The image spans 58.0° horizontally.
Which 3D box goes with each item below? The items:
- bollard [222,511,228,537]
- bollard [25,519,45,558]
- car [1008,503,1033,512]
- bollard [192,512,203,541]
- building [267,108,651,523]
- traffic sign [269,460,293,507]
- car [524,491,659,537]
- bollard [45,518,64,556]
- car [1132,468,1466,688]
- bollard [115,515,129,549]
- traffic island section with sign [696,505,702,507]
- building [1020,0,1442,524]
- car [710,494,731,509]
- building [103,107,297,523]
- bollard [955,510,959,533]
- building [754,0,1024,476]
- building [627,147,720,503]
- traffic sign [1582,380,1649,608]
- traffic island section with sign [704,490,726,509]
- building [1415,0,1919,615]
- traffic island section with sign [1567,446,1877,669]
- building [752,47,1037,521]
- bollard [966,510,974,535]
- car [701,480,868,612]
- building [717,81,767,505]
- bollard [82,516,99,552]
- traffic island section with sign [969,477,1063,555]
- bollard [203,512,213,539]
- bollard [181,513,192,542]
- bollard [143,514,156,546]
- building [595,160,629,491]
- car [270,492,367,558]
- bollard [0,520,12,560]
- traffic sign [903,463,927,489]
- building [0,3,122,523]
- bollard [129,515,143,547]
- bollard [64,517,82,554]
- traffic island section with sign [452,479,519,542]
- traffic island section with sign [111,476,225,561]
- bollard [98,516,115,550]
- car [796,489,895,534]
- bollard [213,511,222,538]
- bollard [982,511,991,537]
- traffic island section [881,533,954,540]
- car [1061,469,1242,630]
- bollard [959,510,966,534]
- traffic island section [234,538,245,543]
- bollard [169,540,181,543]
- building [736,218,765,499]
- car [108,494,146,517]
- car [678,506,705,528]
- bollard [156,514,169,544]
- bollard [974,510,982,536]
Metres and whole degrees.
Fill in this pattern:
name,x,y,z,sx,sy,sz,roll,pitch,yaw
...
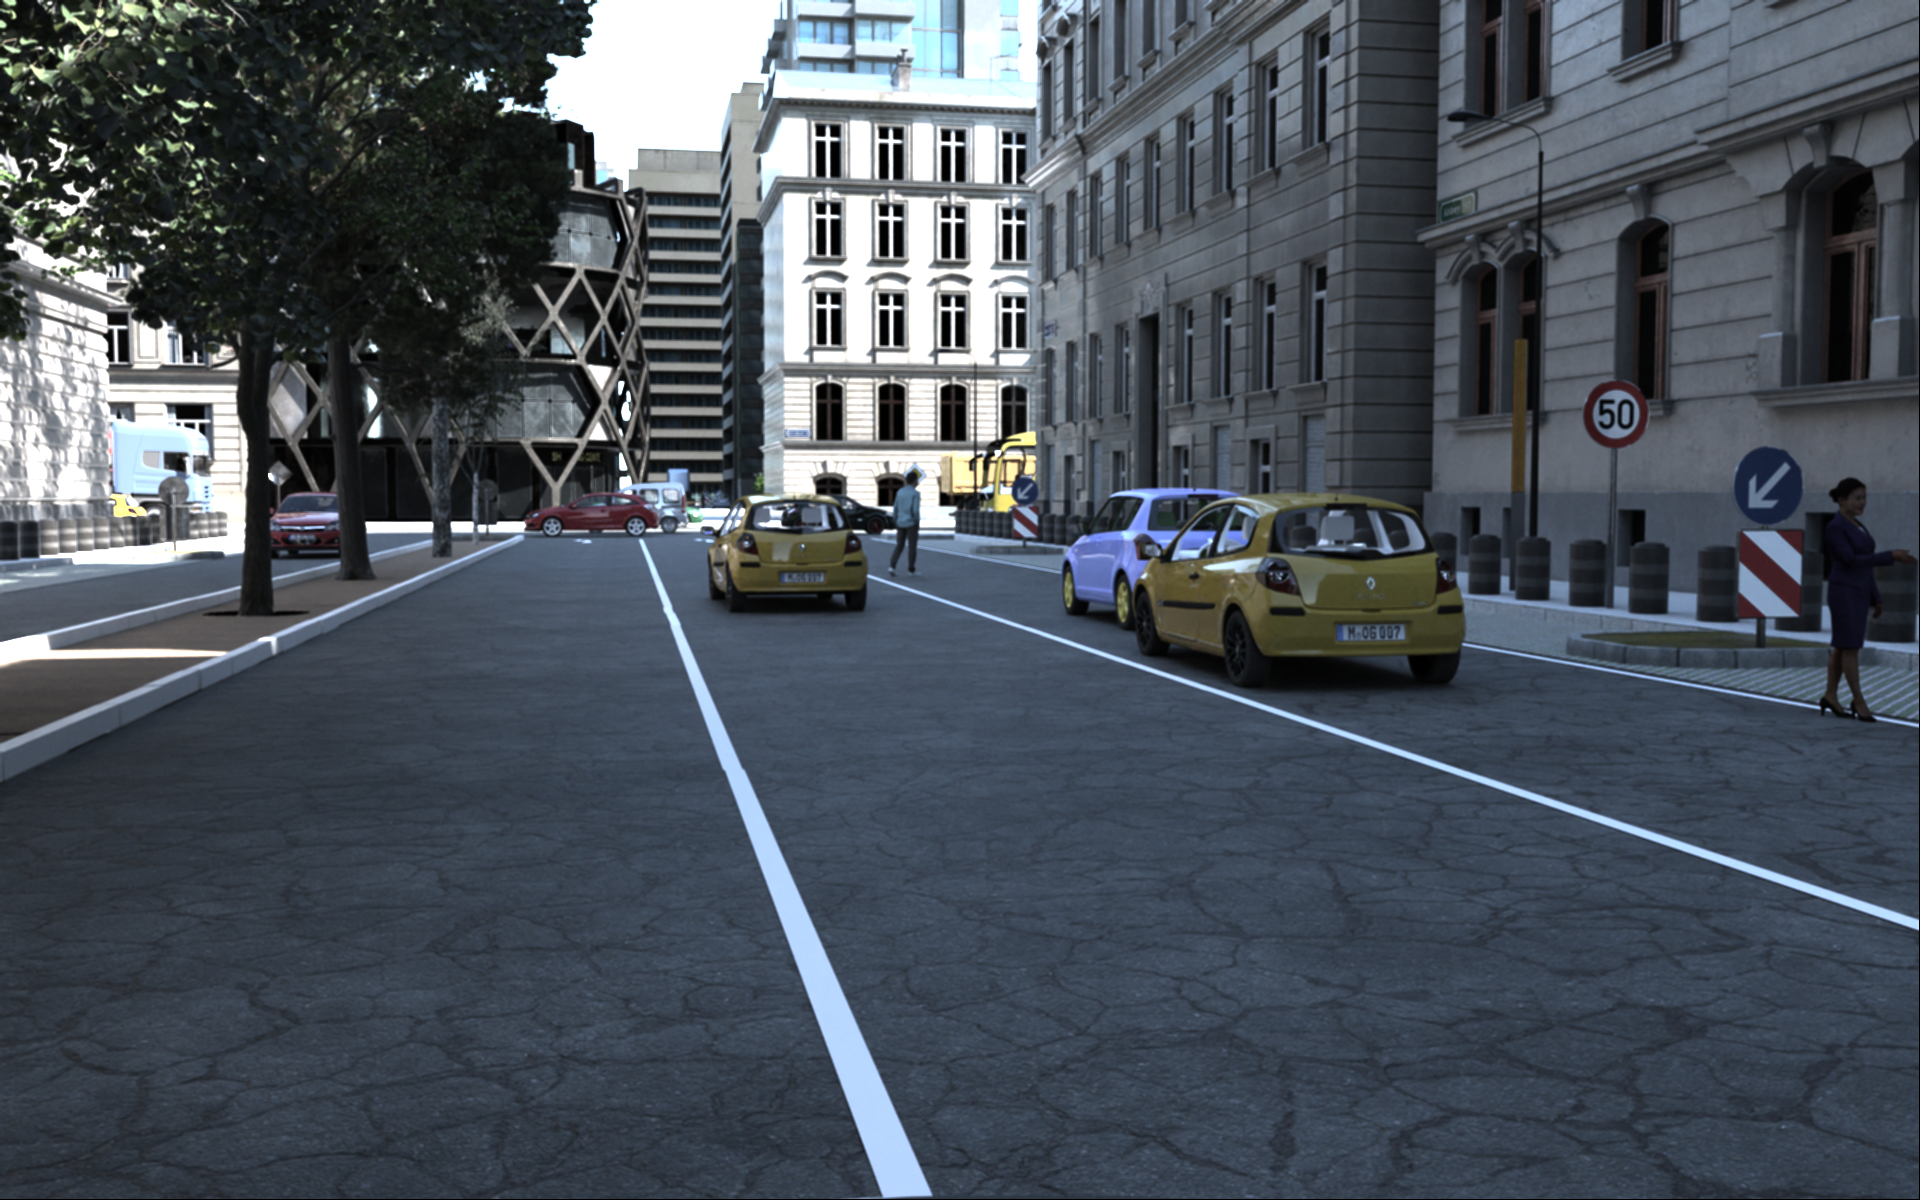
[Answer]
name,x,y,z,sx,sy,sz,roll,pitch,yaw
bollard,-21.980,-2.247,51.463,0.404,0.777,0.398,0,3,0
bollard,-18.744,-1.231,34.841,0.404,0.777,0.398,0,3,0
car,4.269,-3.145,60.097,5.304,1.827,2.281,-1,4,-11
bollard,-21.286,-2.029,47.898,0.404,0.777,0.398,0,3,0
building,-23.655,-13.260,84.251,16.811,18.784,16.820,-1,4,-11
traffic sign,-20.341,-2.942,51.743,0.795,2.450,0.064,-1,4,-11
car,-12.483,-3.038,58.714,4.494,1.783,2.155,-1,4,-13
bollard,-18.976,-1.303,36.028,0.404,0.777,0.398,0,3,0
car,2.642,-0.253,14.358,2.015,1.641,3.980,-1,4,-9
bollard,-19.902,-1.595,40.789,0.404,0.777,0.398,0,3,0
traffic island section with sign,-29.125,-11.559,197.613,1.989,1.847,2.006,-1,4,-11
building,10.140,-15.024,42.904,12.463,27.353,25.104,-1,4,-11
car,-22.326,-9.144,161.504,2.014,1.417,4.499,-1,4,-11
building,-46.668,-15.072,79.703,30.059,22.955,16.112,-1,4,-11
bollard,0.035,-2.559,56.560,0.404,0.777,0.398,0,3,0
building,-7.022,-33.238,163.044,23.786,49.044,30.456,-1,4,-11
building,-36.393,-38.083,246.356,21.600,48.544,21.300,-1,4,-11
traffic sign,7.306,-1.180,19.395,0.768,2.556,0.104,0,4,-5
traffic island section with sign,-23.969,-9.940,171.154,1.989,1.847,2.006,-1,4,-11
building,16.206,-14.184,19.306,14.401,28.519,23.554,-1,4,-11
traffic island section with sign,6.444,-0.395,15.091,1.989,1.847,2.006,-1,4,-11
building,7.348,-16.504,88.926,34.723,24.649,14.460,-1,4,-11
bollard,0.500,-2.414,54.191,0.404,0.777,0.398,0,3,0
car,-2.320,-0.756,22.577,2.015,1.641,3.980,-1,4,-13
building,-16.500,-35.374,202.062,21.300,48.544,21.600,-1,4,-11
bollard,-19.438,-1.449,38.411,0.404,0.777,0.398,0,3,0
traffic island section with sign,1.286,-2.014,41.550,1.989,1.847,2.006,-1,4,-11
bollard,-21.518,-2.102,49.077,0.404,0.777,0.398,0,3,0
bollard,-21.058,-1.957,46.718,0.404,0.777,0.398,0,3,0
bollard,-20.364,-1.740,43.158,0.404,0.777,0.398,0,3,0
building,-62.247,-38.125,242.946,30.456,49.044,23.786,-1,4,-11
car,-14.918,-1.905,40.195,2.155,1.783,4.494,-1,4,-12
bollard,-18.509,-1.158,33.648,0.404,0.777,0.398,0,3,0
traffic sign,-1.446,-3.165,55.390,0.795,2.450,0.064,-1,4,-11
building,-32.339,-13.061,42.425,19.941,23.489,11.050,-1,4,-11
bollard,-20.133,-1.667,41.968,0.404,0.777,0.398,0,3,0
bollard,-19.206,-1.376,37.217,0.404,0.777,0.398,0,3,0
traffic island section with sign,-14.573,-2.754,53.163,2.006,1.907,1.989,-1,4,-11
traffic island section with sign,-17.373,-1.804,38.128,1.989,1.847,2.006,-1,4,-11
bollard,-19.670,-1.522,39.602,0.404,0.777,0.398,0,3,0
car,-4.319,-3.196,62.047,4.222,1.686,2.009,-1,4,-9
bollard,-21.749,-2.175,50.274,0.404,0.777,0.398,0,3,0
bollard,0.959,-2.269,51.816,0.404,0.777,0.398,0,3,0
traffic island section,-1.425,-2.030,55.471,2.009,0.180,2.903,-1,4,-11
car,2.291,-0.614,19.631,1.945,1.707,3.694,-1,4,-10
bollard,0.269,-2.487,55.373,0.404,0.777,0.398,0,3,0
traffic island section,-20.362,-1.805,51.800,2.009,0.180,2.903,-1,4,-11
bollard,-20.825,-1.884,45.527,0.404,0.777,0.398,0,3,0
building,-16.842,-25.241,184.393,14.160,30.474,14.107,-1,4,-11
car,-30.100,-3.011,59.449,3.980,1.641,2.015,-1,4,-12
car,-13.287,-3.757,73.218,4.920,1.459,2.131,-1,4,-11
bollard,-20.595,-1.812,44.347,0.404,0.777,0.398,0,3,0
bollard,0.726,-2.342,53.008,0.404,0.777,0.398,0,3,0
